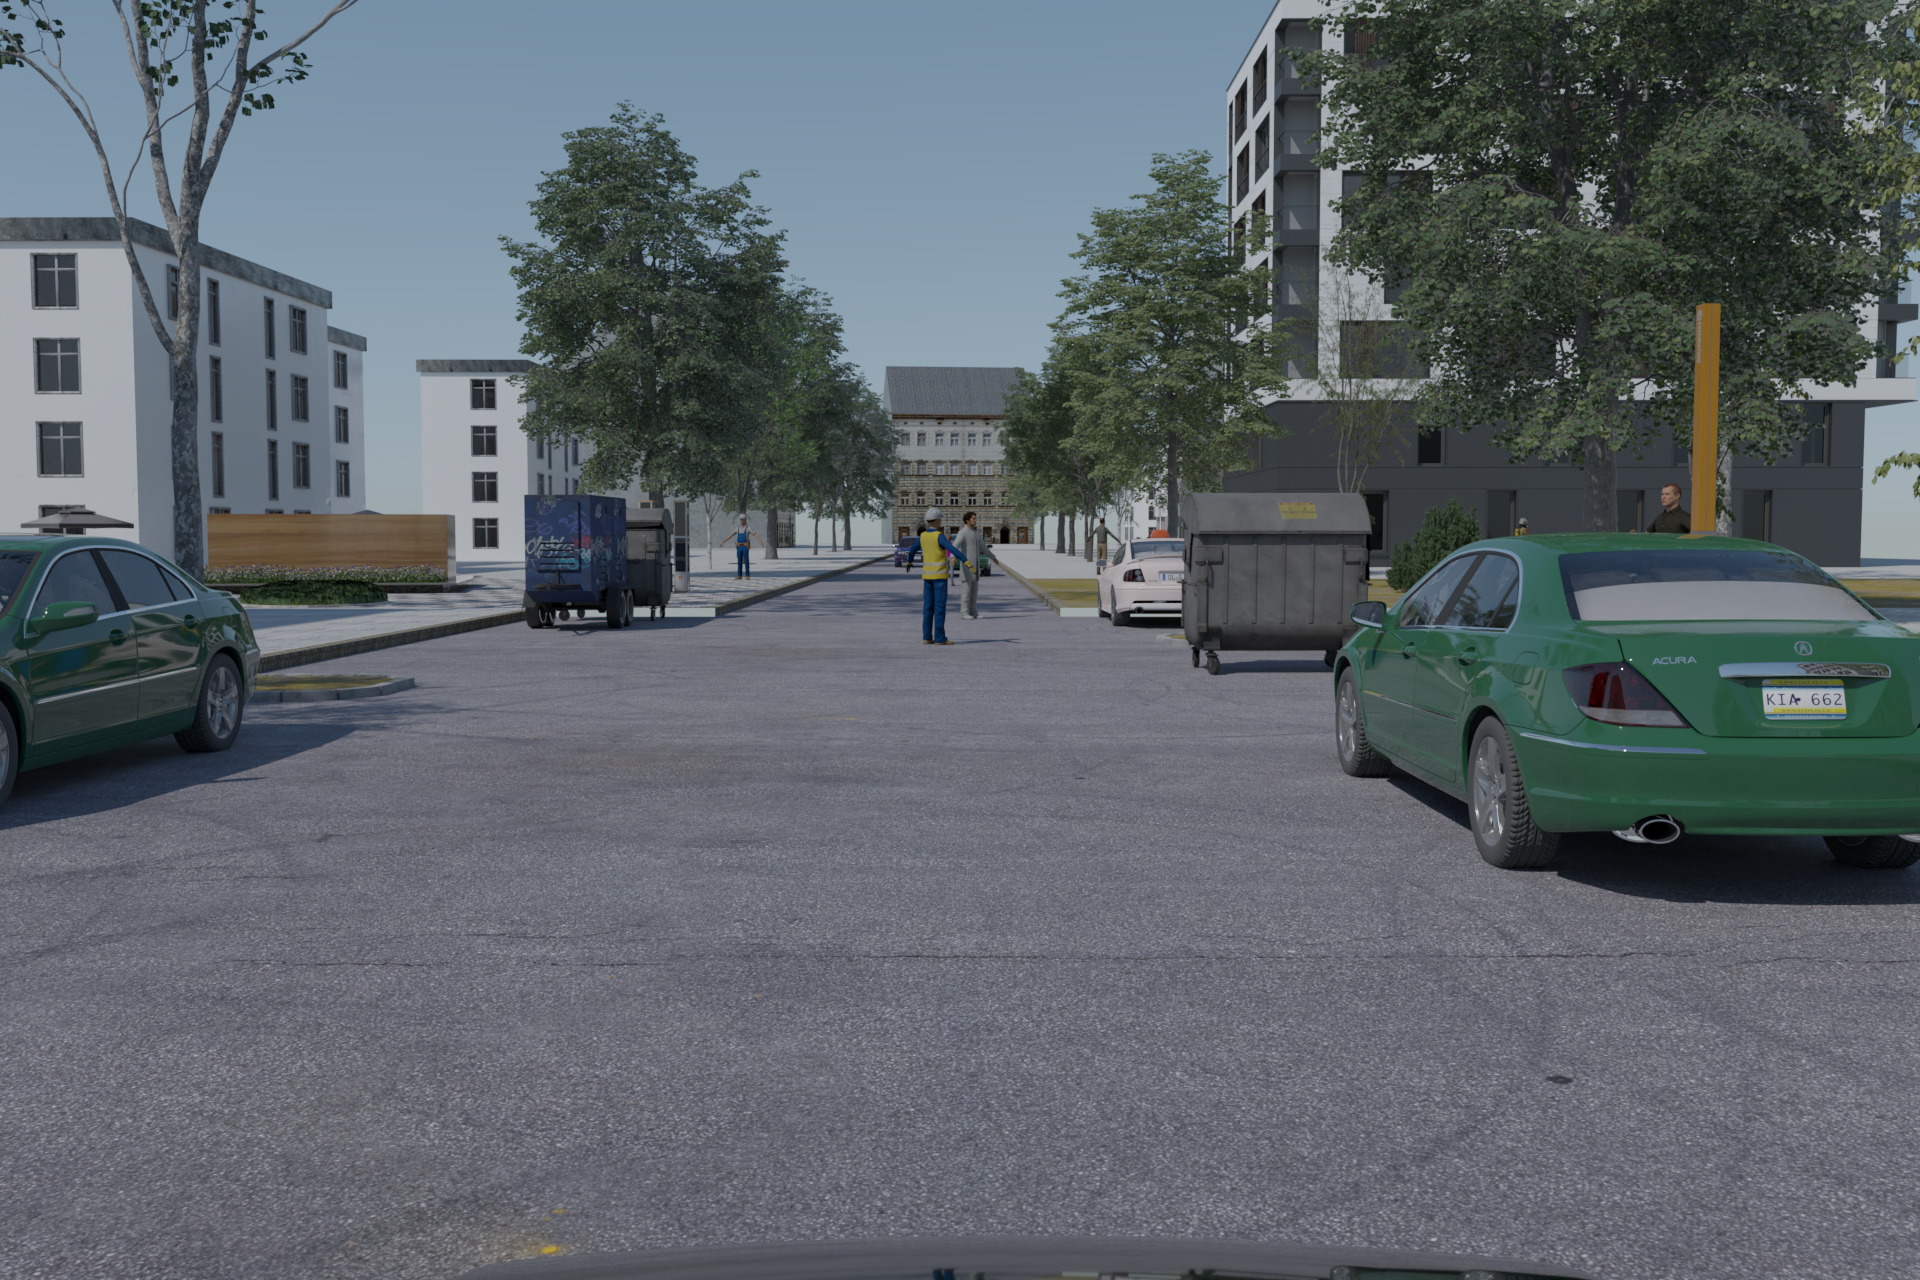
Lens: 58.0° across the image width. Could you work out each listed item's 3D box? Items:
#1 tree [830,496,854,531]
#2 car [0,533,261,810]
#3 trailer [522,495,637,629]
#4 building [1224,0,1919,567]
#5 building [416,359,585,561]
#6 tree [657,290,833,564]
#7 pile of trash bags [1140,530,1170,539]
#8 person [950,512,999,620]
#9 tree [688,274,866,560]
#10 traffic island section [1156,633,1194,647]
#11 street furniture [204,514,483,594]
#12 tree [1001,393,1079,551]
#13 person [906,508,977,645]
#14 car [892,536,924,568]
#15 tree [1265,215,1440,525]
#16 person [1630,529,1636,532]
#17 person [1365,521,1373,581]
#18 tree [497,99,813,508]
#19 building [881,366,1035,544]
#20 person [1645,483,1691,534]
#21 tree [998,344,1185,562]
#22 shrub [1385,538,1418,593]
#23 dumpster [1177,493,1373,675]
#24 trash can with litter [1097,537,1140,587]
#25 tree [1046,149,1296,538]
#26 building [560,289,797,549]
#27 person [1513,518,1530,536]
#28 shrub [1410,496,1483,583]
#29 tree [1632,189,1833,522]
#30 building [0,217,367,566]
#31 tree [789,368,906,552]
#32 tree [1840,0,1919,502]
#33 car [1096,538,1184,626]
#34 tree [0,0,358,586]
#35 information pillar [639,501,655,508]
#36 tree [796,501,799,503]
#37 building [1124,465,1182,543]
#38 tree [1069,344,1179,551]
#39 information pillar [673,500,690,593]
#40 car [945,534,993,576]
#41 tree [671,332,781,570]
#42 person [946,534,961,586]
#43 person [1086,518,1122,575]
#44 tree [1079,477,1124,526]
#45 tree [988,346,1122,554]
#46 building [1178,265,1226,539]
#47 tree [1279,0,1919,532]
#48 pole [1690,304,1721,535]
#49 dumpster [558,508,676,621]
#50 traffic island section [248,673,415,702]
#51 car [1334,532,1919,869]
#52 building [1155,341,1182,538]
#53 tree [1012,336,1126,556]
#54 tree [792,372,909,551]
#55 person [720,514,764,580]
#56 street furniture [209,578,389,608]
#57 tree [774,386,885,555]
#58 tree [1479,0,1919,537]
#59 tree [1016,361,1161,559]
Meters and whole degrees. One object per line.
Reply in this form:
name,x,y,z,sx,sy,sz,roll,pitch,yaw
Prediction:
tree,-14.661,-16.560,221.118,4.737,8.622,4.395,0,3,0
car,-5.770,0.105,10.085,2.131,1.459,4.920,0,4,0
trailer,-5.825,-1.149,25.837,1.471,1.999,3.904,0,4,0
building,26.196,-14.572,82.232,27.936,21.610,32.646,0,4,0
building,-25.517,-9.492,97.342,9.099,9.664,28.070,0,4,-1
tree,-9.203,-9.018,73.199,9.928,11.665,9.643,0,3,0
pile of trash bags,3.959,-1.443,33.349,1.912,1.369,3.447,0,4,0
person,0.193,-1.256,29.174,0.705,1.806,1.347,2,4,35
tree,-9.500,-10.995,86.428,9.857,13.997,8.962,0,3,0
traffic island section,3.603,0.008,22.740,1.991,0.108,1.994,0,4,0
street furniture,-15.699,-1.993,39.444,9.812,1.723,11.010,-1,4,-11
tree,6.722,-13.155,133.218,7.486,12.596,7.792,0,3,0
person,-0.270,-0.829,22.475,1.216,1.772,0.721,3,5,43
car,-1.965,-3.845,75.445,1.945,1.354,3.894,0,4,-1
tree,8.938,-5.541,40.955,4.360,8.622,3.978,0,3,0
person,21.916,-2.872,56.225,0.599,1.433,0.991,0,4,-4
person,11.091,-2.522,47.429,0.705,1.806,1.347,1,4,23
tree,-9.031,-8.863,51.557,9.857,13.997,8.962,0,3,0
building,-0.619,-24.016,226.052,18.063,23.208,19.493,0,4,-7
person,7.306,-0.713,17.870,0.705,1.803,1.348,-1,4,-23
tree,5.967,-8.814,78.523,8.767,10.594,7.601,-1,4,-9
shrub,9.782,-1.638,37.904,1.383,1.207,1.383,0,3,0
dumpster,3.258,-0.604,18.086,1.865,1.857,1.264,0,4,-1
trash can with litter,4.172,-1.843,41.188,1.678,1.210,2.233,0,4,-1
tree,6.271,-8.153,51.430,7.486,12.596,7.792,0,3,0
building,-25.561,-20.156,160.481,19.493,23.208,18.063,0,4,1
person,20.250,-3.456,62.271,0.705,1.858,1.354,-1,4,-16
shrub,10.080,-1.931,35.606,1.661,2.075,1.752,0,3,0
tree,14.635,-5.086,33.515,4.737,8.622,4.395,0,3,0
building,-26.250,-7.215,60.107,9.099,9.664,28.070,0,4,1
tree,-8.994,-13.002,122.951,12.009,13.543,11.850,0,3,0
tree,9.615,-3.934,14.681,4.737,8.622,4.395,0,3,0
car,3.295,-0.974,28.288,2.083,1.381,4.827,0,4,0
tree,-12.078,-10.483,27.279,12.611,20.169,13.585,0,3,0
information pillar,-6.880,-2.055,38.088,0.304,2.012,0.304,0,4,0
tree,-24.157,-18.087,221.470,9.928,11.665,9.643,0,3,0
building,23.538,-15.097,188.986,9.099,9.664,28.070,0,4,0
tree,5.952,-7.148,67.236,4.360,8.622,3.978,0,3,0
information pillar,-6.095,-2.045,37.929,0.304,2.012,0.304,0,4,2
car,0.110,-2.958,60.163,2.131,1.459,4.920,0,4,-2
tree,-9.217,-6.865,62.602,4.360,8.622,3.978,0,3,0
person,-0.279,-2.203,47.750,0.991,1.433,0.599,1,4,15
person,4.478,-2.941,54.361,1.348,1.796,0.705,3,4,37
tree,18.708,-19.295,225.837,12.009,13.543,11.850,0,3,0
tree,6.669,-12.684,114.039,9.857,13.997,8.962,0,3,0
building,24.412,-17.006,108.970,19.493,23.208,18.063,0,4,-1
tree,9.594,-7.259,25.343,9.857,13.997,8.962,0,3,0
pole,6.642,-1.323,15.468,0.158,3.312,0.155,0,3,0
dumpster,-5.761,-1.266,28.923,1.865,1.857,1.264,0,4,0
traffic island section,-6.103,0.436,15.746,1.991,0.108,1.994,0,4,0
car,3.191,0.180,8.851,2.131,1.459,4.920,0,4,0
building,24.199,-19.090,168.545,16.016,20.090,11.380,0,4,0
tree,6.612,-11.113,99.818,7.486,12.596,7.792,0,3,0
tree,-8.829,-13.905,134.007,9.857,13.997,8.962,0,3,0
person,-6.089,-2.612,48.564,1.347,1.847,0.705,1,4,17
street furniture,-15.596,-0.905,30.421,10.072,0.657,5.734,0,4,1
tree,-8.768,-10.394,104.353,8.767,10.594,7.601,0,4,-2
tree,19.855,-11.517,44.191,12.611,20.169,13.585,0,3,0
tree,6.681,-9.441,88.777,8.767,10.594,7.601,2,4,27
